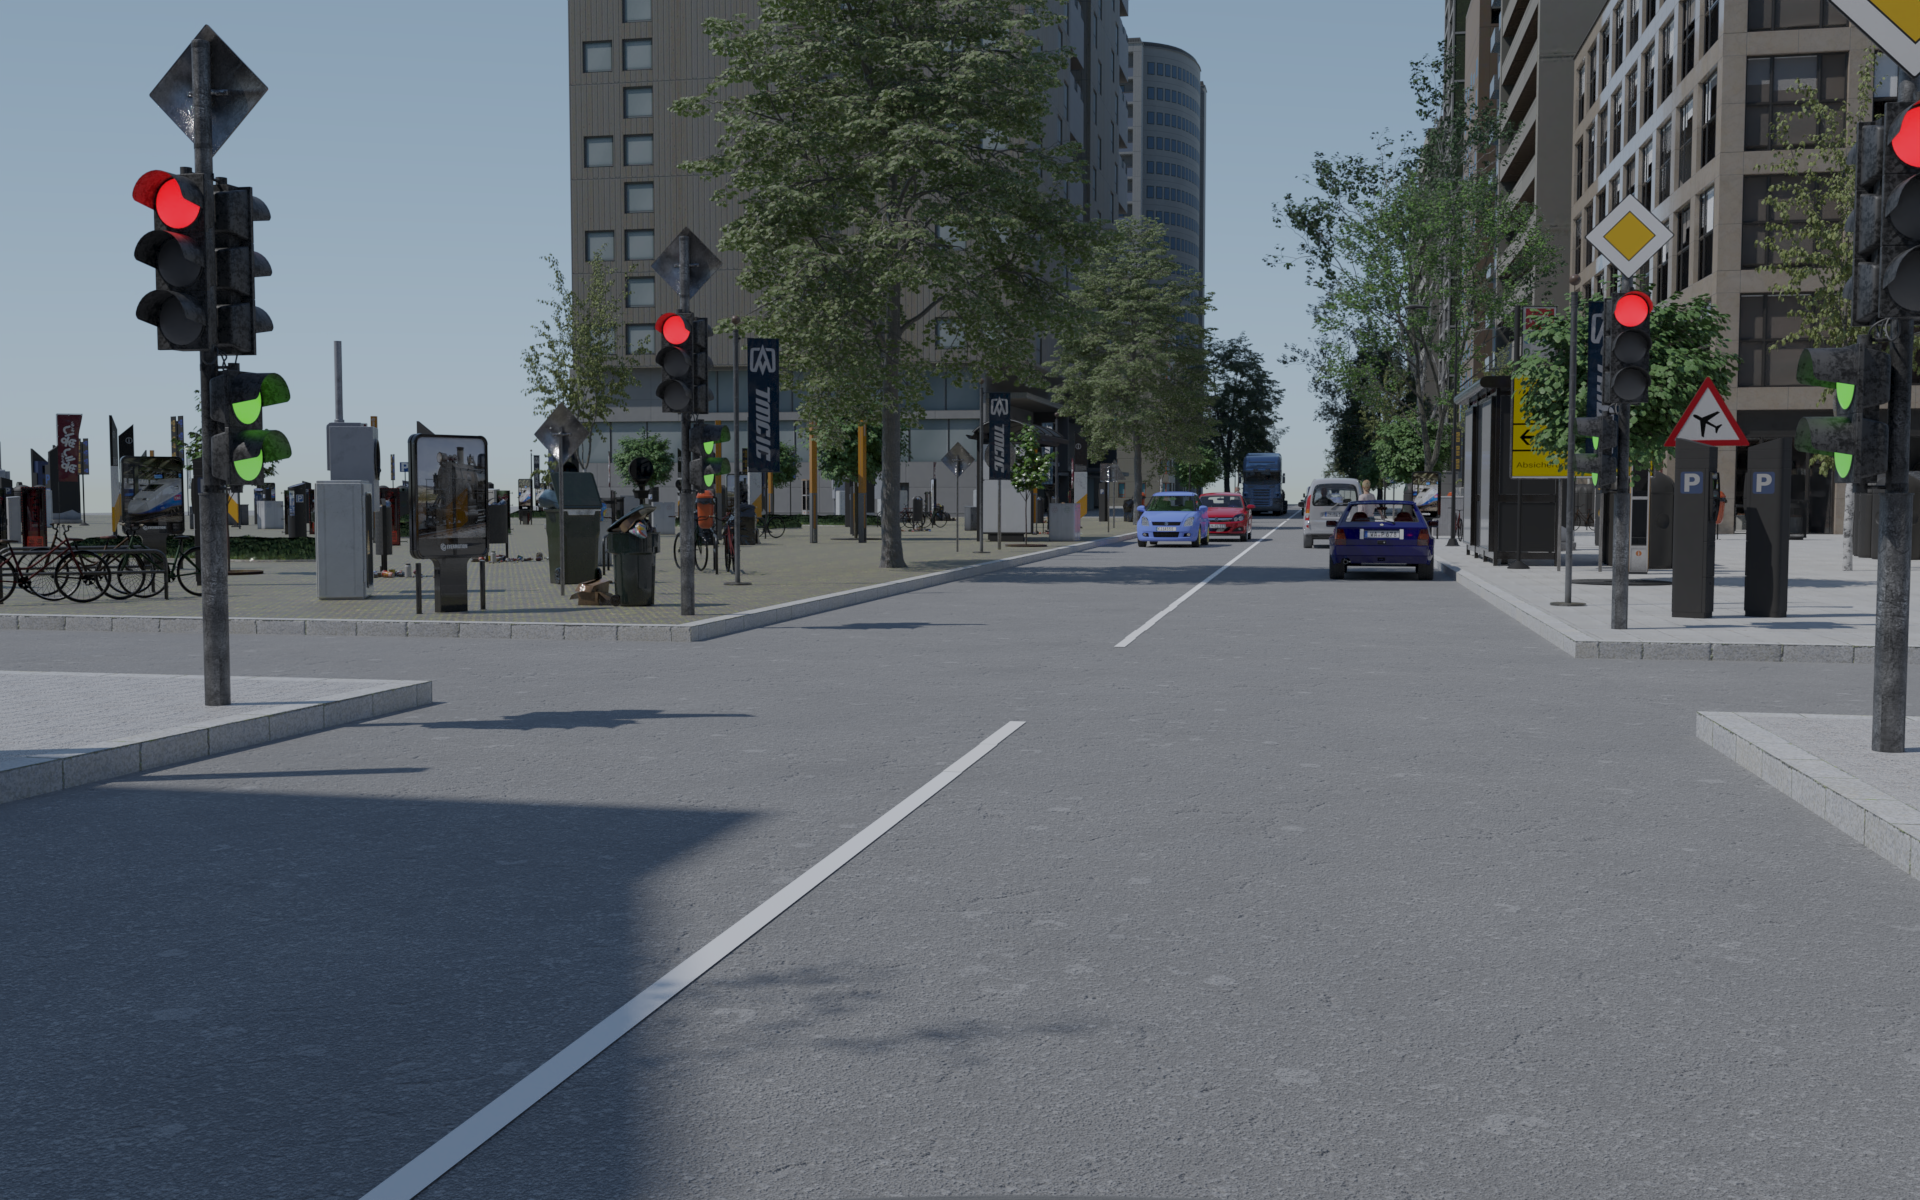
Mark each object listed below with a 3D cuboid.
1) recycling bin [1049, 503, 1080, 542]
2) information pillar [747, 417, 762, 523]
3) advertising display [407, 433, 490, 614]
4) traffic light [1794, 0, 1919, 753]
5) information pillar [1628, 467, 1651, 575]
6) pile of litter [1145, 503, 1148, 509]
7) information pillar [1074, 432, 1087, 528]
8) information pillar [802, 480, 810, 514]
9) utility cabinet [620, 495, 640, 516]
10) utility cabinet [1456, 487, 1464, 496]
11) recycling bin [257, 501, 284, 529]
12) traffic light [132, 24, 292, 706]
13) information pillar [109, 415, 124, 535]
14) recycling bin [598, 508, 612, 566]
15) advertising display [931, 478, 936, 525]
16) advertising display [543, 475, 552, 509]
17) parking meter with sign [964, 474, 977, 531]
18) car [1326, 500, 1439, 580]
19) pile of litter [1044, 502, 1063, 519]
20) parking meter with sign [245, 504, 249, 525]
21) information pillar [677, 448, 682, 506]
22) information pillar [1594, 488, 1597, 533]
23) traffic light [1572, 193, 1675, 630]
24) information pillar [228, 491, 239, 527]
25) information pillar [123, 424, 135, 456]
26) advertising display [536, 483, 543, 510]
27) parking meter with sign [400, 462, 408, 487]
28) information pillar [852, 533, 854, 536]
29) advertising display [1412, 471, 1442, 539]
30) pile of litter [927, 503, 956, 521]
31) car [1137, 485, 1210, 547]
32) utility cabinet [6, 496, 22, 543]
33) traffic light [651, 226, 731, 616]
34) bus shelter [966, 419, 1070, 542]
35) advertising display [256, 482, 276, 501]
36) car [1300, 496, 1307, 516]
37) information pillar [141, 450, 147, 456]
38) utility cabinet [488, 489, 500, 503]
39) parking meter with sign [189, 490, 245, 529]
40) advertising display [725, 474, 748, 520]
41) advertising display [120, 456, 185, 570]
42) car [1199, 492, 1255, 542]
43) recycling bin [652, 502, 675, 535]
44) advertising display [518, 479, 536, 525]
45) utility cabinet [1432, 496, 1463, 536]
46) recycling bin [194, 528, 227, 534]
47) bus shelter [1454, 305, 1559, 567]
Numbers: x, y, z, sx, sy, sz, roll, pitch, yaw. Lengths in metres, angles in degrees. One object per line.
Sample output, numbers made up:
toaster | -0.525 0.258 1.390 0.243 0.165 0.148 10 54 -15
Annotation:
recycling bin | 2.840 -2.109 47.031 0.722 1.027 0.722 1 4 18
information pillar | -6.266 -3.755 52.744 0.183 3.616 0.504 3 5 44
advertising display | -5.543 -0.832 18.818 0.123 1.923 0.974 3 4 36
traffic light | 4.617 -1.200 8.537 0.839 4.253 0.868 1 4 12
information pillar | 10.853 -1.420 27.717 0.304 2.012 0.304 1 4 12
pile of litter | 9.070 -4.429 86.381 1.176 0.858 1.719 1 4 20
information pillar | 4.493 -4.483 64.649 0.504 3.616 0.183 0 4 1
information pillar | -7.864 -5.137 88.474 0.304 2.012 0.304 2 4 34
utility cabinet | -17.020 -4.782 89.340 1.020 1.237 0.306 -1 4 -12
utility cabinet | 16.691 -2.935 56.662 1.173 1.500 0.318 -2 4 -31
recycling bin | -25.321 -3.122 63.600 0.722 1.027 0.722 -3 5 -44
traffic light | -4.502 -1.315 10.419 0.839 4.253 0.868 1 4 12
information pillar | -25.160 -3.681 51.541 0.183 3.616 0.504 -1 4 -8
recycling bin | -6.714 -1.124 30.937 0.722 1.027 0.722 2 4 29
advertising display | -1.091 -4.053 71.478 0.123 1.923 0.974 0 4 -8
advertising display | -13.054 -3.135 56.474 0.974 1.923 0.123 1 4 19
parking meter with sign | 0.914 -3.953 60.891 1.738 3.016 0.543 -3 5 -42
car | 7.383 -1.085 30.325 1.945 1.354 3.894 1 4 14
pile of litter | 5.179 -4.573 88.741 1.719 0.858 1.176 2 4 32
parking meter with sign | -30.089 -4.576 71.083 0.543 3.016 1.738 2 4 31
information pillar | -14.051 -5.887 87.612 0.504 3.616 0.183 1 4 9
information pillar | 21.075 -3.207 56.919 0.304 2.012 0.304 -1 4 -11
traffic light | 6.250 -1.678 16.354 0.839 4.253 0.868 1 4 12
information pillar | -28.065 -4.619 66.879 0.504 3.616 0.183 1 4 22
information pillar | -27.771 -4.064 57.796 0.504 3.616 0.183 -1 4 -18
advertising display | -23.883 -5.714 98.641 0.974 1.923 0.123 3 5 44
parking meter with sign | -30.316 -6.043 95.060 0.543 3.016 1.738 -1 4 -10
information pillar | -3.222 -3.778 53.127 0.183 3.616 0.504 0 4 -3
advertising display | 13.319 -2.708 49.485 0.123 1.923 0.974 -2 4 -34
pile of litter | -0.937 -4.196 82.566 1.719 0.858 1.176 2 4 32
car | 5.901 -2.334 47.746 1.945 1.707 3.694 1 4 13
utility cabinet | -24.908 -2.101 45.516 0.306 1.237 1.020 -2 4 -34
traffic light | -2.868 -1.793 18.235 0.839 4.253 0.868 1 4 12
bus shelter | 1.706 -3.364 48.919 2.014 3.302 5.546 1 4 12
advertising display | -38.336 -5.535 95.703 0.974 1.923 0.123 -2 4 -26
car | 23.889 -6.383 116.158 2.131 1.459 4.920 1 4 13
information pillar | -43.344 -6.158 92.038 0.504 3.616 0.183 2 4 29
utility cabinet | -20.022 -3.973 73.632 1.173 1.500 0.318 3 5 42
parking meter with sign | -27.170 -4.091 63.150 1.738 3.016 0.543 -1 4 -11
advertising display | -6.945 -3.044 54.981 0.974 1.923 0.123 -1 4 -18
advertising display | -13.726 -1.483 29.466 0.974 1.923 0.123 -2 4 -34
car | 8.065 -2.723 53.561 2.155 1.783 4.494 1 4 12
recycling bin | -9.393 -2.587 54.852 0.722 1.027 0.722 -1 4 -10
advertising display | -18.146 -4.107 72.358 0.974 1.923 0.123 3 5 45
utility cabinet | 15.000 -2.567 53.133 1.020 1.237 0.306 0 4 -1
recycling bin | -20.155 -2.081 46.585 0.722 1.027 0.722 -2 4 -35
bus shelter | 11.133 -3.490 34.699 2.179 5.291 8.768 1 4 12
